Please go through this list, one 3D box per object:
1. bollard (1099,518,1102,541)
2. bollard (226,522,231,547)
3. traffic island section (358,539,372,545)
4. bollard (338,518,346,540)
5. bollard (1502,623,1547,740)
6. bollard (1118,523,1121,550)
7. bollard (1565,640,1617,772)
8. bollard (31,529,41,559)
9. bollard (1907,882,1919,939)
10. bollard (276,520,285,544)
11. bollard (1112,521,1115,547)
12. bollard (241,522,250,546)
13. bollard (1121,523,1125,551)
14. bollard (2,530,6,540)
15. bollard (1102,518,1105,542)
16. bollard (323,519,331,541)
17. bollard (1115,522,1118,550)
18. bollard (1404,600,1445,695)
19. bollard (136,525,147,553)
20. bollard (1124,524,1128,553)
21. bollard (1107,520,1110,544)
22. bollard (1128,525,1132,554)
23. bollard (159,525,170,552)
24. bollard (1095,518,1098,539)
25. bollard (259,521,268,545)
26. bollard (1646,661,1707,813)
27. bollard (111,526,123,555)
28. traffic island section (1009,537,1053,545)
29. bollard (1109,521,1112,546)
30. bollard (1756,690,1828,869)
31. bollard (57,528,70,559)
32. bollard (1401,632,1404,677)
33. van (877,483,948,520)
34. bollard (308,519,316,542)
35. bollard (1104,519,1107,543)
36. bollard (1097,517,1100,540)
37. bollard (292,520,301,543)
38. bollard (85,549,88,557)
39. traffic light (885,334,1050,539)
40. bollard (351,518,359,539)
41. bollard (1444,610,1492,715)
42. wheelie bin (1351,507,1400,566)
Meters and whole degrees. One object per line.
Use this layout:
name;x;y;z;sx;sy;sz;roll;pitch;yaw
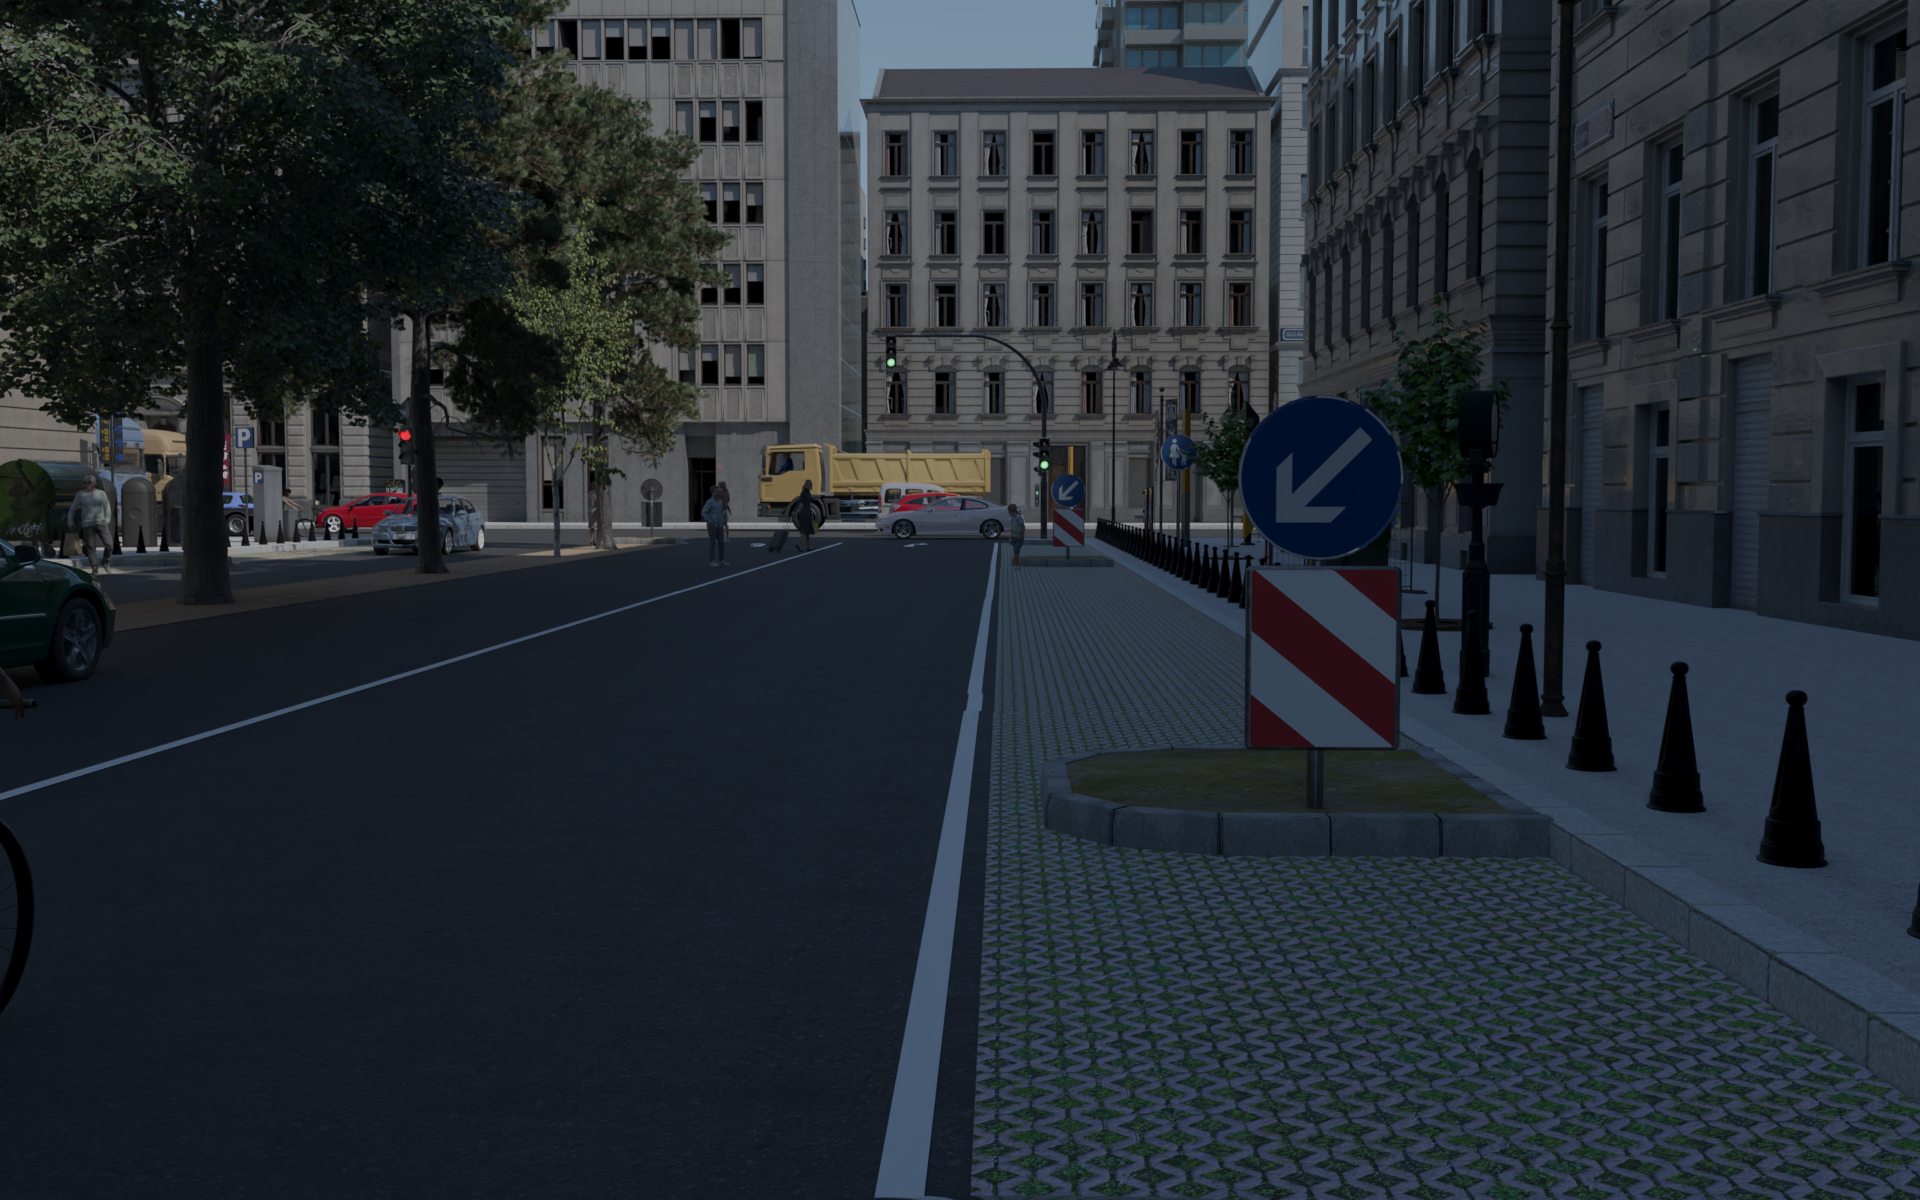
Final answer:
bollard;3.913;-1.847;46.239;0.229;0.601;0.229;0;3;0
bollard;-17.670;-1.570;41.707;0.229;0.601;0.229;0;3;0
traffic island section;-15.875;-1.695;49.991;2.009;0.180;2.903;0;4;1
bollard;-17.484;-2.013;48.952;0.229;0.601;0.229;0;3;0
bollard;2.976;0.424;9.116;0.229;0.601;0.229;0;3;0
bollard;3.730;-1.406;39.025;0.229;0.601;0.229;0;3;0
bollard;2.951;0.487;8.080;0.229;0.601;0.229;0;3;0
bollard;-17.872;-1.065;33.455;0.229;0.601;0.229;0;3;0
bollard;2.872;0.675;5.000;0.229;0.601;0.229;0;3;0
bollard;-17.589;-1.760;44.809;0.229;0.601;0.229;0;3;0
bollard;3.784;-1.532;41.086;0.229;0.601;0.229;0;3;0
bollard;-17.640;-1.633;42.738;0.229;0.601;0.229;0;3;0
bollard;3.705;-1.343;37.991;0.229;0.601;0.229;0;3;0
bollard;-17.897;-1.002;32.428;0.229;0.601;0.229;0;3;0
bollard;3.889;-1.784;45.202;0.229;0.601;0.229;0;3;0
bollard;-17.511;-1.950;47.926;0.229;0.601;0.229;0;3;0
bollard;3.755;-1.468;40.051;0.229;0.601;0.229;0;3;0
bollard;3.029;0.298;11.169;0.229;0.601;0.229;0;3;0
bollard;-17.768;-1.317;37.568;0.229;0.601;0.229;0;3;0
bollard;3.680;-1.278;36.938;0.229;0.601;0.229;0;3;0
bollard;3.837;-1.657;43.139;0.229;0.601;0.229;0;3;0
bollard;3.655;-1.215;35.910;0.229;0.601;0.229;0;3;0
bollard;-17.746;-1.380;38.608;0.229;0.601;0.229;0;3;0
bollard;3.965;-1.973;48.299;0.229;0.601;0.229;0;3;0
bollard;-17.619;-1.696;43.777;0.229;0.601;0.229;0;3;0
bollard;2.923;0.550;7.053;0.229;0.601;0.229;0;3;0
bollard;-17.796;-1.254;36.542;0.229;0.601;0.229;0;3;0
traffic island section;2.411;-1.666;49.527;2.009;0.180;2.903;0;4;1
bollard;3.808;-1.595;42.112;0.229;0.601;0.229;0;3;0
bollard;2.903;0.613;6.026;0.229;0.601;0.229;0;3;0
bollard;-17.851;-1.128;34.481;0.229;0.601;0.229;0;3;0
bollard;3.054;0.235;12.205;0.229;0.601;0.229;0;3;0
van;-1.005;-3.468;63.717;4.112;2.044;2.013;0;4;2
bollard;-17.539;-1.885;46.862;0.229;0.601;0.229;0;3;0
bollard;3.860;-1.721;44.175;0.229;0.601;0.229;0;3;0
bollard;3.942;-1.910;47.273;0.229;0.601;0.229;0;3;0
bollard;-17.561;-1.822;45.836;0.229;0.601;0.229;0;3;0
bollard;-17.828;-1.191;35.507;0.229;0.601;0.229;0;3;0
traffic light;0.278;-4.566;49.325;4.771;5.953;1.251;0;4;1
bollard;-17.460;-2.076;49.984;0.229;0.601;0.229;0;3;0
bollard;3.001;0.361;10.143;0.229;0.601;0.229;0;3;0
wheelie bin;4.649;-0.764;20.398;0.980;1.594;0.693;-1;4;-12
